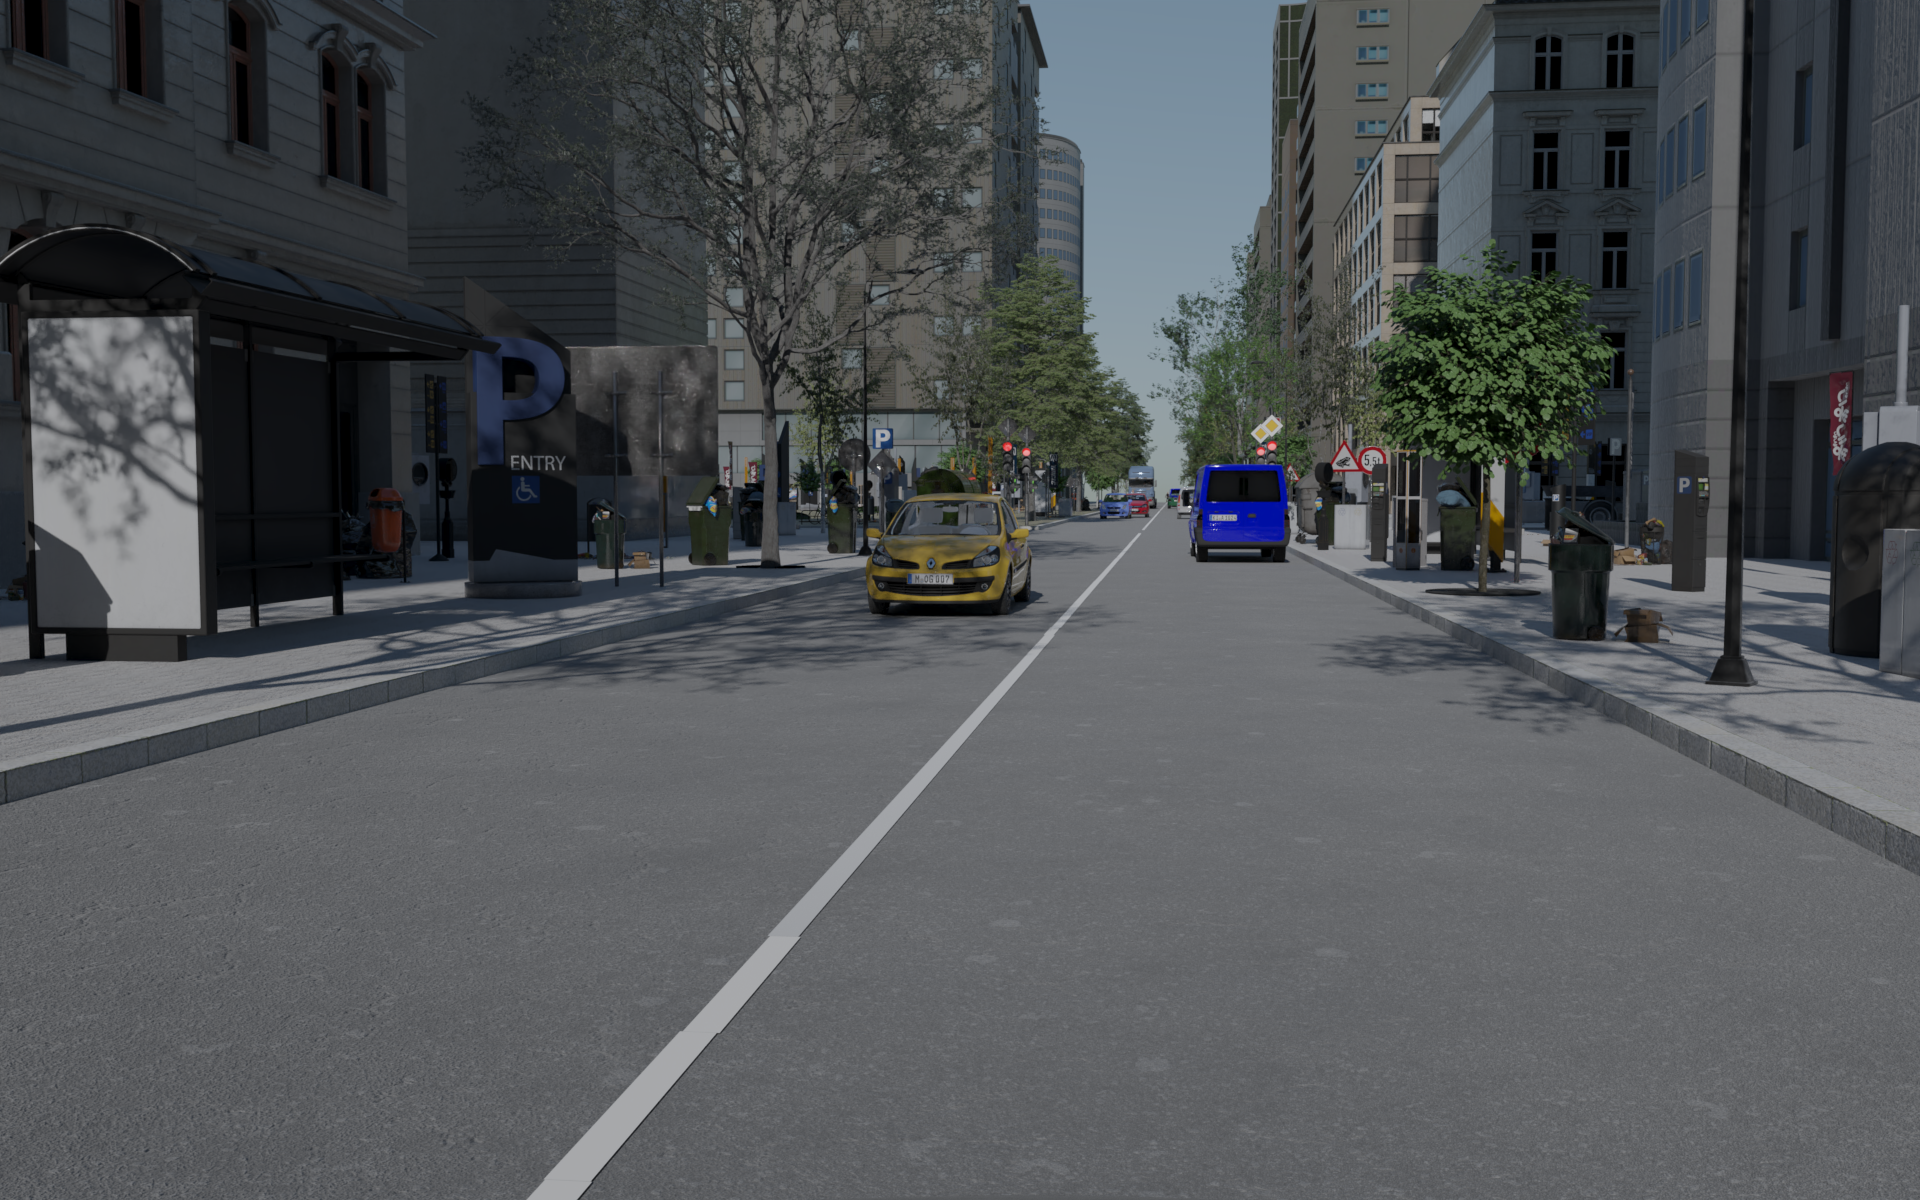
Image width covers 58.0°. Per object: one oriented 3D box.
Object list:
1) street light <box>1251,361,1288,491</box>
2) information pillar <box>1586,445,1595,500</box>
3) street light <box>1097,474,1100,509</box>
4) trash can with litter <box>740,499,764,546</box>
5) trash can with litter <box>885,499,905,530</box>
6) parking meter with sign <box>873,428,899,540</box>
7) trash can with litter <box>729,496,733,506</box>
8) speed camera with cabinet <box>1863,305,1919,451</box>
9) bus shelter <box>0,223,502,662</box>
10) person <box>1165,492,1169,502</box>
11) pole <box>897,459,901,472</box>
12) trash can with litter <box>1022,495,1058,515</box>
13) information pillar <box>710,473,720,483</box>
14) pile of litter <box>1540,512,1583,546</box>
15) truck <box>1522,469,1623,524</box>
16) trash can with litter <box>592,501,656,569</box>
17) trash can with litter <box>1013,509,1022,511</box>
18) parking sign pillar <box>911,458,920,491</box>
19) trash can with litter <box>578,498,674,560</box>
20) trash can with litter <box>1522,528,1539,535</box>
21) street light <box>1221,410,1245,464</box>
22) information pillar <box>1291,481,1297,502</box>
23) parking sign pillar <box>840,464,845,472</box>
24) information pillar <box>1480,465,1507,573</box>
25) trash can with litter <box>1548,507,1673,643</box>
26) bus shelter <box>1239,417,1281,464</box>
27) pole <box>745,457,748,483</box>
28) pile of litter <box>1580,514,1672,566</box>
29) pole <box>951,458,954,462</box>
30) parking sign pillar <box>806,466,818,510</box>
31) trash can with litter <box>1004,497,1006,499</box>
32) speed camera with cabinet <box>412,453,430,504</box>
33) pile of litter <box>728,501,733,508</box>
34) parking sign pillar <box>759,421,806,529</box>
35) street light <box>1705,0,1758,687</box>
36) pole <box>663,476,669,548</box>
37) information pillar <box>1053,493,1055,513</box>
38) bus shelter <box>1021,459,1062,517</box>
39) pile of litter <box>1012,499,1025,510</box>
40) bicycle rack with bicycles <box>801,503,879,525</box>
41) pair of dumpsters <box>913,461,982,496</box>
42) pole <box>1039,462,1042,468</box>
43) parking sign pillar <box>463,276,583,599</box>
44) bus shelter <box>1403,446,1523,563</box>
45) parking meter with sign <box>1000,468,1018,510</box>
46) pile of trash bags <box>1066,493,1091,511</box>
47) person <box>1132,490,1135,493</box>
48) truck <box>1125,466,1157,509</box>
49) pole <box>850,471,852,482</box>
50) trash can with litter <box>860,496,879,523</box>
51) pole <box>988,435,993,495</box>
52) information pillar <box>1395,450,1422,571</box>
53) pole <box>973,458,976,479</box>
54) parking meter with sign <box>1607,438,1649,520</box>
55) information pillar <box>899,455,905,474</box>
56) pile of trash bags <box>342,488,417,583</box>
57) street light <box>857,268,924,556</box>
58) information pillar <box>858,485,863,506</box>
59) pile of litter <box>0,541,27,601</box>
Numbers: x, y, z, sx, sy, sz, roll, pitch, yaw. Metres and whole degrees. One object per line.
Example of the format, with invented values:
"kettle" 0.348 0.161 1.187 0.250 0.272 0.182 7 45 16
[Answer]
"street light" 10.815 -5.373 60.382 1.470 5.913 1.316 0 4 7
"information pillar" 26.544 -4.990 72.939 0.504 3.616 0.183 -3 4 -38
"street light" 12.287 -10.633 146.394 1.470 5.913 1.316 0 4 7
"trash can with litter" -5.119 -1.903 42.504 0.624 1.170 1.055 -1 4 -11
"trash can with litter" -1.465 -1.836 41.399 0.624 1.170 1.055 0 4 -8
"parking meter with sign" -1.889 -3.085 46.708 0.543 3.016 1.738 1 4 10
"trash can with litter" -16.318 -7.122 127.496 2.233 1.210 1.678 -2 4 -30
"speed camera with cabinet" 10.558 -1.447 18.002 2.038 3.252 0.660 2 4 35
"bus shelter" -6.177 -1.334 15.728 2.014 3.302 5.546 0 4 7
"person" 35.272 -17.424 293.940 0.990 1.755 0.434 1 4 12
"pole" -3.502 -6.466 99.554 0.158 3.312 0.155 0 3 0
"trash can with litter" 5.300 -5.911 107.700 2.233 1.210 1.678 1 4 14
"information pillar" -8.623 -3.447 60.843 0.304 2.012 0.304 1 4 13
"pile of litter" 14.782 -1.729 42.240 1.176 0.858 1.719 2 4 23
"truck" 26.499 -4.513 63.551 18.799 4.110 2.967 1 4 9
"trash can with litter" -5.784 -1.128 29.824 1.055 1.170 0.624 -1 4 -14
"trash can with litter" 4.647 -7.232 129.301 2.233 1.210 1.678 2 4 30
"parking sign pillar" -3.300 -8.589 128.898 1.447 3.967 1.447 -1 4 -12
"trash can with litter" -6.788 -1.413 34.168 2.233 1.210 1.678 1 4 13
"trash can with litter" 17.090 -2.677 54.831 1.678 1.210 2.233 -2 4 -27
"street light" 15.133 -7.534 95.721 1.470 5.913 1.316 0 4 7
"information pillar" 15.632 -4.673 80.901 0.304 2.012 0.304 0 4 8
"parking sign pillar" -9.084 -8.852 133.196 1.447 3.967 1.447 0 4 -4
"information pillar" 8.667 -2.248 28.103 0.504 3.616 0.183 -2 4 -34
"trash can with litter" 5.719 -0.236 15.238 1.055 1.170 0.624 2 4 23
"bus shelter" 15.327 -6.743 87.882 2.179 5.291 8.768 0 4 7
"pole" -11.887 -6.266 96.287 0.158 3.312 0.155 0 3 0
"pile of litter" 12.393 -1.081 31.645 1.719 0.858 1.176 -1 4 -20
"pole" -0.416 -6.307 96.958 0.158 3.312 0.155 0 3 0
"parking sign pillar" -11.581 -8.839 132.983 1.447 3.967 1.447 -3 4 -37
"trash can with litter" 1.500 -3.699 71.869 1.055 1.170 0.624 1 4 11
"speed camera with cabinet" -12.607 -2.687 38.269 0.660 3.252 2.038 1 4 23
"pile of litter" -14.890 -6.029 112.537 1.719 0.858 1.176 3 5 43
"parking sign pillar" -6.567 -4.570 63.189 1.447 3.967 1.447 0 4 7
"street light" 4.675 -2.388 11.591 1.470 5.913 1.316 0 4 7
"pole" -7.014 -2.886 41.025 0.158 3.312 0.155 0 3 0
"information pillar" 6.243 -7.696 117.185 0.504 3.616 0.183 0 4 -4
"bus shelter" 4.764 -6.566 101.279 2.014 3.302 5.546 0 4 7
"pile of litter" 4.947 -7.785 141.251 1.719 0.858 1.176 2 4 27
"bicycle rack with bicycles" -5.241 -3.630 72.728 2.925 0.926 2.852 -2 4 -33
"pair of dumpsters" -0.368 -2.890 49.742 1.574 2.255 4.437 0 4 7
"pole" 4.963 -6.894 106.566 0.158 3.312 0.155 0 3 0
"parking sign pillar" -5.500 -2.034 21.720 1.447 3.967 1.447 -2 4 -25
"bus shelter" 9.920 -2.478 34.432 2.014 3.302 5.546 0 4 7
"parking meter with sign" 2.988 -7.149 113.145 0.543 3.016 1.738 3 5 43
"pile of trash bags" 8.950 -7.549 133.173 1.912 1.369 3.447 0 4 -5
"person" 13.099 -7.498 131.487 0.834 1.777 0.661 1 4 10
"truck" 18.334 -11.224 173.271 2.967 4.110 18.799 0 4 7
"pole" -8.217 -8.409 131.333 0.158 3.312 0.155 0 3 0
"trash can with litter" -4.094 -4.505 84.717 1.678 1.210 2.233 2 4 28
"pole" 1.052 -4.062 60.254 0.158 3.312 0.155 0 3 0
"information pillar" 7.548 -1.507 29.134 0.304 2.012 0.304 -1 4 -22
"pole" 0.808 -6.333 97.385 0.158 3.312 0.155 0 3 0
"parking meter with sign" 20.722 -3.474 53.057 0.543 3.016 1.738 -2 4 -32
"information pillar" -3.498 -6.916 104.437 0.183 3.616 0.504 3 5 39
"pile of trash bags" -9.093 -0.995 26.026 1.912 1.369 3.447 -3 4 -38
"street light" -1.430 -3.873 35.863 1.470 5.913 1.316 0 4 7
"information pillar" -8.033 -8.283 139.914 0.304 2.012 0.304 2 4 29
"pile of litter" -11.179 -0.451 21.334 1.719 0.858 1.176 0 4 -1
